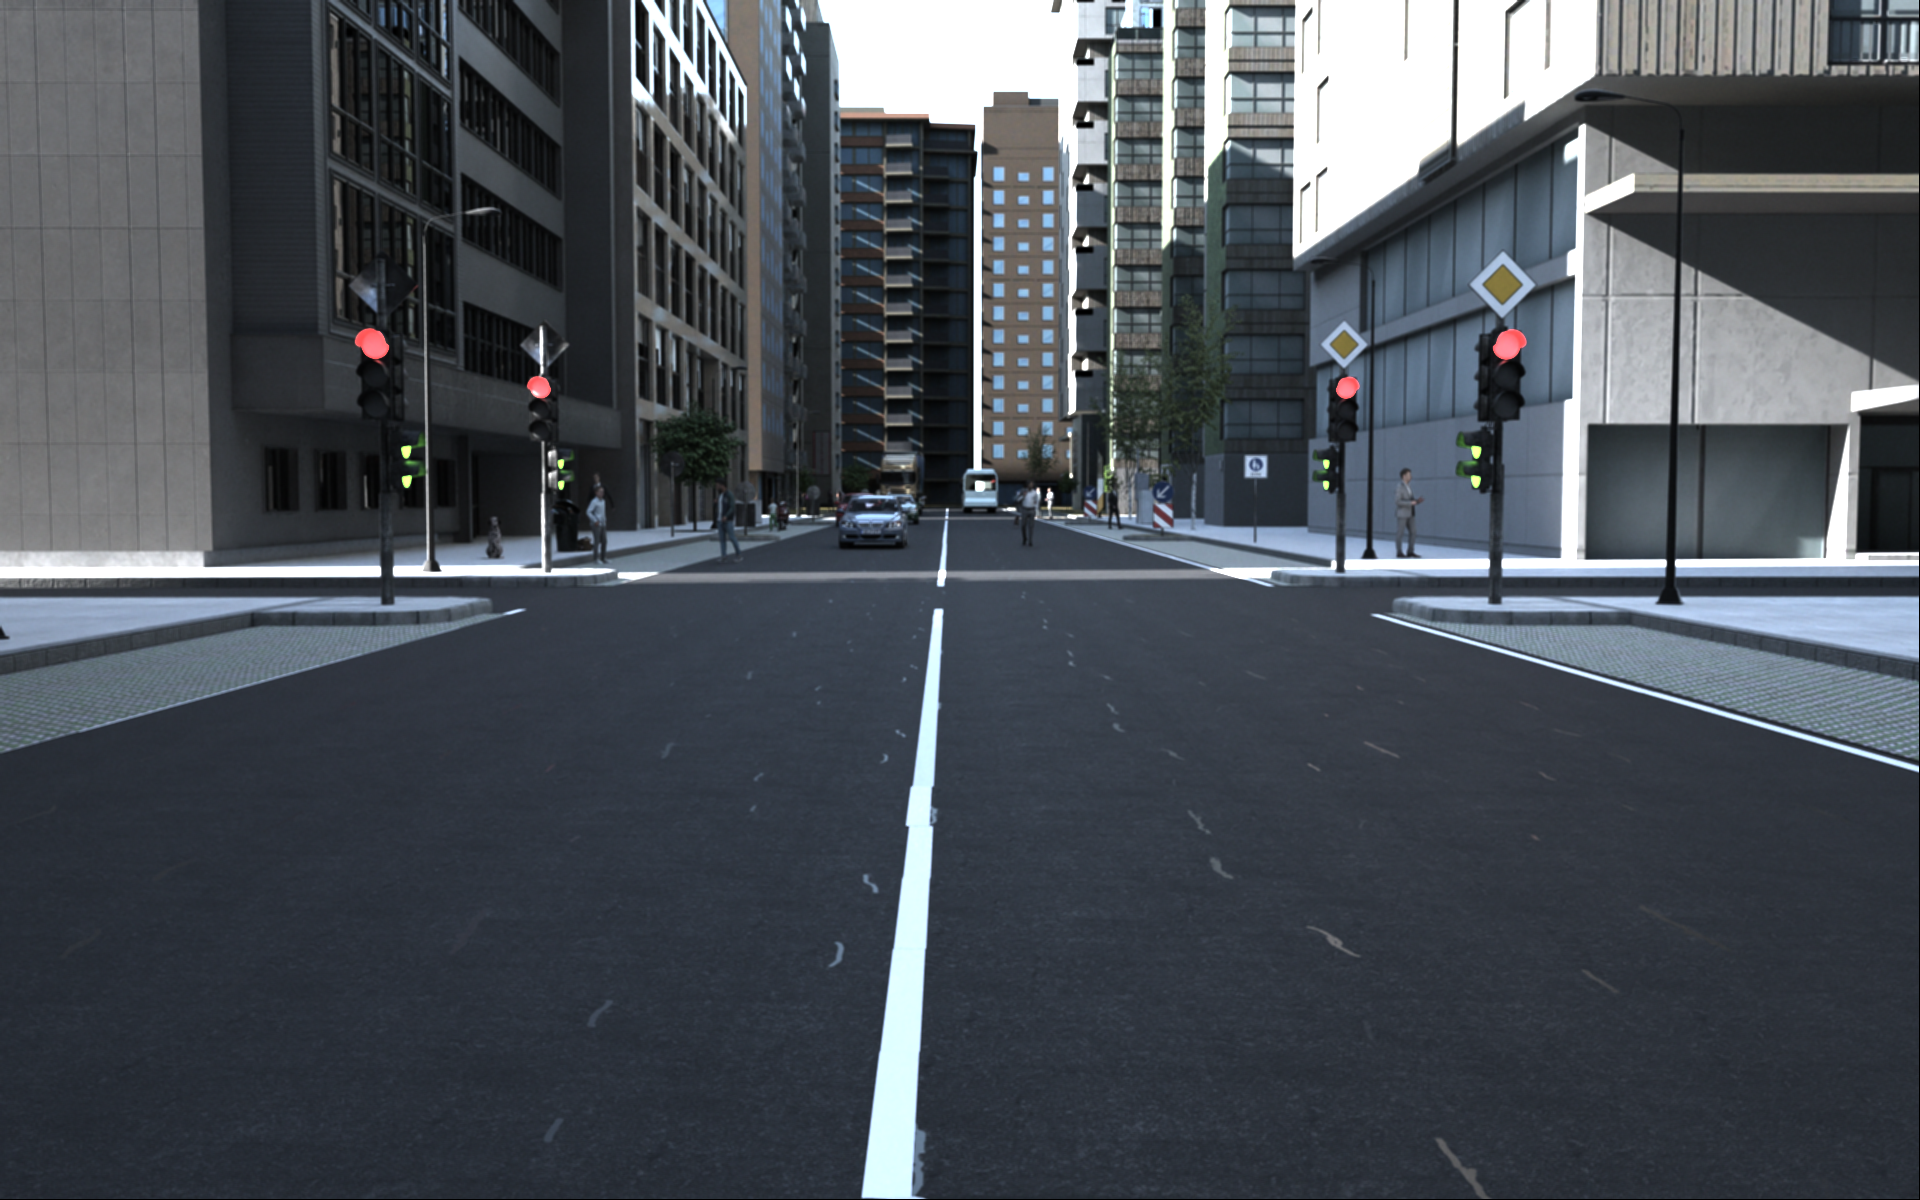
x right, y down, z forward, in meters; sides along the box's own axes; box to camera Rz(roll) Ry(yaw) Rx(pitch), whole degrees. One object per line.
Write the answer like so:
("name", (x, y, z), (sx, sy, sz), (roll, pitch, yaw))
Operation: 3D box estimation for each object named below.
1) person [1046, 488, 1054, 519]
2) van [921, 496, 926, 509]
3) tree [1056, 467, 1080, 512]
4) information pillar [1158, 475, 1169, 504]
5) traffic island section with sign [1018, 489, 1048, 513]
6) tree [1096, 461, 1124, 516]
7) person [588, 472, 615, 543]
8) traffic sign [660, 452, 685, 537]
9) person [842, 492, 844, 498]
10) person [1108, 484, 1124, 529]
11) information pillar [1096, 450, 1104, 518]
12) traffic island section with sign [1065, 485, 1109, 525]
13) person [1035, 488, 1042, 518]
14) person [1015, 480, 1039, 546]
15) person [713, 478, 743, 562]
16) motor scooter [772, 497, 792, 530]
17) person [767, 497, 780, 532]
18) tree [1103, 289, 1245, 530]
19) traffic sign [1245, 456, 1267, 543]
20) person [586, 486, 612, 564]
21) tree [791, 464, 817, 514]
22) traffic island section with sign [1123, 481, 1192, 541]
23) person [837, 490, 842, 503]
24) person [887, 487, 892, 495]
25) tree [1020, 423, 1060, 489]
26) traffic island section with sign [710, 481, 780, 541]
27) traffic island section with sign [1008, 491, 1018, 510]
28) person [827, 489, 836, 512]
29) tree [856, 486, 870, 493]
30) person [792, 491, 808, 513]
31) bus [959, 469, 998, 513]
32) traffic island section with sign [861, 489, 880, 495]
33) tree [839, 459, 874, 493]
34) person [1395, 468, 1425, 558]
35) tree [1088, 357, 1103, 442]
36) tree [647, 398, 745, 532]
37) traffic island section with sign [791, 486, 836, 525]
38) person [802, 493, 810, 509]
("person", (5.150, -5.602, 100.290), (0.583, 1.804, 0.606), (-2, 4, -35))
("van", (-4.225, -9.650, 164.795), (2.013, 2.044, 4.112), (0, 4, -1))
("tree", (7.721, -8.045, 126.137), (1.663, 3.219, 1.824), (0, 3, 0))
("information pillar", (7.826, -3.806, 66.713), (0.304, 2.012, 0.304), (-1, 4, -18))
("traffic island section with sign", (5.559, -7.438, 130.240), (1.989, 1.847, 2.006), (0, 4, 0))
("tree", (8.875, -6.550, 101.700), (1.663, 3.219, 1.824), (0, 3, 0))
("person", (-9.468, -2.422, 45.420), (0.659, 1.850, 0.755), (0, 4, 7))
("traffic sign", (-8.615, -3.163, 51.827), (0.768, 2.556, 0.104), (0, 4, 7))
("person", (-12.265, -10.515, 178.905), (0.436, 1.711, 0.756), (-3, 5, -42))
("person", (6.318, -3.796, 70.347), (0.659, 1.850, 0.755), (-3, 4, -36))
("information pillar", (7.484, -6.168, 92.205), (0.183, 3.616, 0.504), (-2, 4, -32))
("traffic island section with sign", (5.876, -4.388, 80.364), (1.989, 1.847, 2.006), (0, 4, 0))
("person", (4.633, -5.804, 103.564), (0.590, 1.801, 0.661), (0, 4, -1))
("person", (1.871, -2.433, 48.377), (0.679, 1.850, 0.850), (0, 4, -2))
("person", (-4.966, -1.701, 36.651), (0.623, 1.781, 0.721), (2, 4, 34))
("motor scooter", (-7.028, -3.413, 68.588), (0.815, 1.314, 1.986), (0, 4, -1))
("person", (-7.036, -3.218, 65.358), (0.306, 1.304, 0.590), (-3, 5, -44))
("tree", (8.202, -6.813, 61.748), (4.737, 8.622, 4.395), (0, 3, 0))
("traffic sign", (7.807, -2.669, 45.763), (0.606, 2.300, 0.079), (0, 4, 1))
("person", (-7.356, -1.527, 35.282), (0.330, 1.601, 0.589), (2, 4, 31))
("tree", (-10.019, -7.105, 110.761), (1.663, 3.219, 1.824), (0, 3, 0))
("traffic island section with sign", (6.058, -2.739, 53.409), (1.989, 1.847, 2.006), (0, 4, 0))
("person", (-10.578, -8.823, 151.761), (0.415, 1.643, 0.593), (1, 4, 9))
("person", (-3.988, -5.464, 97.715), (0.818, 1.842, 0.514), (0, 4, -5))
("tree", (8.156, -14.111, 181.082), (4.737, 8.622, 4.395), (0, 3, 0))
("traffic island section with sign", (-6.555, -2.719, 53.083), (1.989, 1.847, 2.006), (0, 4, 0))
("traffic island section with sign", (5.377, -9.139, 158.047), (1.989, 1.847, 2.006), (0, 4, 0))
("person", (-9.085, -7.030, 122.452), (0.593, 1.643, 0.415), (0, 4, -6))
("tree", (-9.579, -10.651, 168.740), (1.663, 3.219, 1.824), (0, 3, 0))
("person", (-10.653, -6.630, 115.164), (1.217, 1.735, 0.721), (1, 4, 19))
("bus", (1.461, -8.526, 134.256), (2.948, 3.499, 13.247), (0, 4, 0))
("traffic island section with sign", (-7.069, -7.429, 130.092), (1.989, 1.847, 2.006), (0, 4, 0))
("tree", (-9.728, -10.969, 163.050), (4.285, 4.588, 4.351), (0, 3, 0))
("person", (9.038, -1.750, 34.861), (0.583, 1.804, 0.606), (2, 4, 35))
("tree", (8.398, -8.256, 85.341), (4.737, 8.622, 4.395), (0, 3, 0))
("tree", (-9.023, -4.626, 59.350), (4.285, 4.588, 4.351), (0, 3, 0))
("traffic island section with sign", (-6.734, -4.368, 80.038), (1.989, 1.847, 2.006), (0, 4, 0))
("person", (-13.350, -8.875, 151.838), (1.217, 1.739, 0.721), (-1, 4, -14))
